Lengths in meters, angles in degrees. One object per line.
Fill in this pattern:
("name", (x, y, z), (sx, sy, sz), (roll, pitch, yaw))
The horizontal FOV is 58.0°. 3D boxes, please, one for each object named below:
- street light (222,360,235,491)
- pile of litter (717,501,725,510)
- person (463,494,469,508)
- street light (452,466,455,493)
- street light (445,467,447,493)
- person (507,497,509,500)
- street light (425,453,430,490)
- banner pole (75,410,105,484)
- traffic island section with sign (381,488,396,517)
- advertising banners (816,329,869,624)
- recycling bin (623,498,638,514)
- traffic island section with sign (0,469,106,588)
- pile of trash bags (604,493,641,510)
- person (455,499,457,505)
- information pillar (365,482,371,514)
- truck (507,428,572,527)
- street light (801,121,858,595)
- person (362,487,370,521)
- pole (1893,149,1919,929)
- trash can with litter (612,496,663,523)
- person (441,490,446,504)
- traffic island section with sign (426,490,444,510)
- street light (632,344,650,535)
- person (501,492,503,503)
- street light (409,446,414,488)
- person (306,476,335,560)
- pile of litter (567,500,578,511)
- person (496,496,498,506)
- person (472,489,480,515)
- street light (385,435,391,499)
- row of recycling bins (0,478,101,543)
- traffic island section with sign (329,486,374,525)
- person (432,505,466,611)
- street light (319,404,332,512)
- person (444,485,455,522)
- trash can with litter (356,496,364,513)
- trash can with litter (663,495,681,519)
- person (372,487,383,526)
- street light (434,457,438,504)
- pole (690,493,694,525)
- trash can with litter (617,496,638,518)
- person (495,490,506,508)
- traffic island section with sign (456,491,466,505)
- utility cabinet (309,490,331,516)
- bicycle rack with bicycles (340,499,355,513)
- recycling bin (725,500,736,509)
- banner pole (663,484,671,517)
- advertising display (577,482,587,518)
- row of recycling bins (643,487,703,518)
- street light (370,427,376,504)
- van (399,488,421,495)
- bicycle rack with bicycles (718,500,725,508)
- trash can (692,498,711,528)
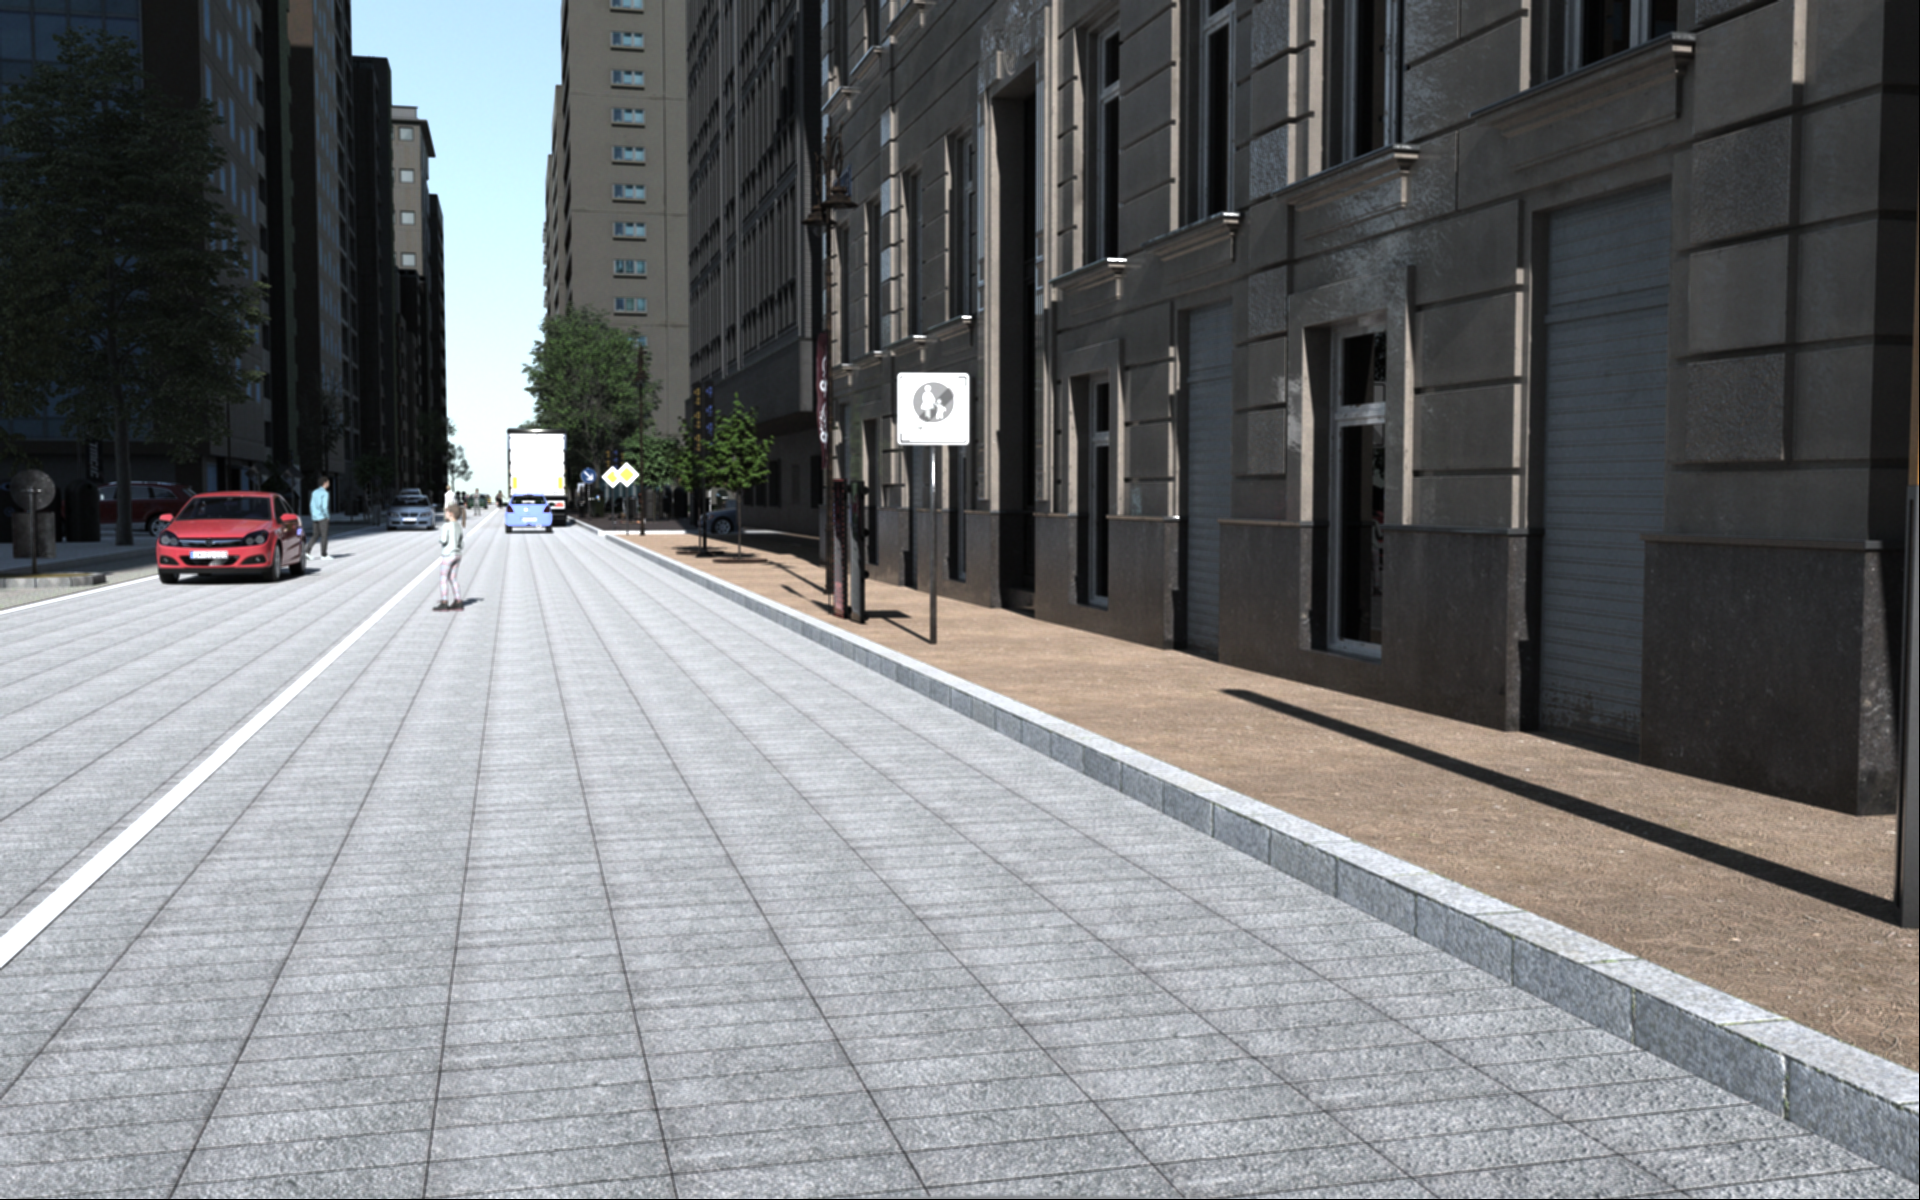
("street light", (-24.882, -5.270, 58.950), (0.468, 5.910, 1.993), (-1, 4, -14))
("pile of litter", (-14.593, -5.682, 106.872), (1.719, 0.858, 1.176), (2, 4, 27))
("person", (-49.386, -9.883, 173.313), (0.697, 1.427, 0.421), (3, 4, 39))
("street light", (-80.081, -18.416, 273.880), (0.468, 5.910, 1.993), (-1, 4, -14))
("street light", (-72.326, -16.576, 243.803), (0.468, 5.910, 1.993), (-1, 4, -14))
("person", (-40.814, -9.143, 157.979), (0.705, 1.826, 1.348), (1, 4, 23))
("street light", (-59.802, -13.573, 194.703), (0.468, 5.910, 1.993), (-1, 4, -14))
("banner pole", (-25.289, -3.684, 50.254), (0.863, 3.779, 0.401), (-2, 4, -31))
("traffic island section with sign", (-35.270, -6.051, 107.555), (1.989, 1.847, 2.006), (-1, 4, -14))
("advertising banners", (-1.236, -1.328, 17.897), (0.090, 3.025, 2.074), (-1, 4, -17))
("recycling bin", (-20.961, -5.966, 110.102), (0.722, 1.027, 0.722), (1, 4, 17))
("traffic island section with sign", (-14.565, -1.128, 27.070), (1.989, 1.847, 2.006), (-1, 4, -14))
("pile of trash bags", (-24.909, -7.342, 129.789), (1.912, 1.369, 3.447), (3, 4, 37))
("person", (-23.109, -4.147, 78.902), (0.503, 1.515, 0.523), (-3, 5, -41))
("information pillar", (-37.470, -6.432, 109.662), (0.304, 2.012, 0.304), (-2, 4, -28))
("truck", (-19.267, -5.536, 79.425), (2.839, 4.237, 11.283), (-1, 4, -13))
("street light", (-1.661, -3.010, 21.994), (0.468, 5.910, 1.993), (-1, 4, -14))
("person", (-29.019, -4.642, 84.736), (0.374, 1.781, 0.599), (-3, 4, -39))
("pole", (2.882, -0.686, 5.064), (0.158, 3.312, 0.155), (0, 3, 0))
("trash can with litter", (-14.500, -3.989, 76.272), (1.678, 1.210, 2.233), (-3, 5, -41))
("person", (-41.383, -7.967, 139.475), (1.217, 1.735, 0.721), (3, 4, 37))
("traffic island section with sign", (-47.736, -9.017, 156.061), (1.989, 1.847, 2.006), (-1, 4, -14))
("street light", (-9.861, -4.943, 53.601), (0.468, 5.910, 1.993), (-1, 4, -14))
("person", (-53.563, -11.787, 202.153), (0.436, 1.711, 0.756), (-1, 4, -21))
("street light", (-51.857, -11.699, 164.061), (0.468, 5.910, 1.993), (-1, 4, -14))
("person", (-14.047, -1.796, 37.887), (0.660, 1.820, 0.620), (2, 4, 33))
("pile of litter", (-29.659, -7.239, 132.326), (1.719, 0.858, 1.176), (1, 4, 11))
("person", (-52.838, -11.386, 197.886), (0.421, 1.427, 0.697), (0, 4, 0))
("person", (-32.344, -6.554, 115.833), (0.511, 1.800, 0.466), (0, 4, -6))
("street light", (-43.960, -9.819, 133.335), (0.468, 5.910, 1.993), (-1, 4, -14))
("row of recycling bins", (-24.791, -2.374, 45.924), (3.534, 1.692, 1.069), (-2, 4, -35))
("traffic island section with sign", (-28.476, -4.437, 81.178), (1.989, 1.847, 2.006), (-1, 4, -14))
("person", (-6.276, -0.518, 21.250), (0.394, 1.301, 0.425), (0, 4, 3))
("street light", (-32.569, -7.111, 89.045), (0.468, 5.910, 1.993), (-1, 4, -14))
("person", (-20.896, -3.808, 70.981), (0.478, 1.798, 0.641), (-2, 4, -32))
("trash can with litter", (-40.591, -6.484, 117.405), (0.624, 1.170, 1.055), (-1, 4, -9))
("trash can with litter", (-14.761, -4.698, 87.866), (2.233, 1.210, 1.678), (3, 5, 44))
("person", (-26.274, -4.220, 78.041), (0.362, 1.759, 0.519), (3, 5, 40))
("street light", (-64.638, -14.726, 213.550), (0.468, 5.910, 1.993), (-1, 4, -14))
("pole", (-11.233, -4.809, 72.468), (0.158, 3.312, 0.155), (0, 3, 0))
("trash can with litter", (-17.588, -4.901, 91.521), (0.624, 1.170, 1.055), (2, 4, 35))
("person", (-46.749, -10.252, 176.129), (1.348, 1.823, 0.705), (2, 4, 24))
("traffic island section with sign", (-74.889, -15.476, 261.653), (1.989, 1.847, 2.006), (-1, 4, -14))
("utility cabinet", (-37.518, -5.676, 101.477), (1.173, 1.500, 0.318), (-2, 4, -25))
("bicycle rack with bicycles", (-43.120, -6.608, 121.428), (2.925, 0.926, 2.852), (-3, 5, -45))
("recycling bin", (-10.485, -4.145, 80.324), (0.722, 1.027, 0.722), (-1, 4, -18))
("banner pole", (-15.547, -6.217, 91.670), (0.401, 3.779, 0.863), (2, 4, 25))
("advertising display", (-20.122, -5.322, 92.236), (0.123, 1.923, 0.974), (-3, 4, -38))
("row of recycling bins", (-15.654, -5.357, 94.696), (3.534, 1.692, 1.069), (1, 4, 9))
("street light", (-40.348, -8.950, 119.117), (0.468, 5.910, 1.993), (-1, 4, -14))
("van", (-38.814, -7.048, 122.238), (2.013, 2.044, 4.112), (-1, 4, -15))
("bicycle rack with bicycles", (-14.856, -6.144, 113.841), (2.852, 0.926, 2.925), (0, 4, -6))
("trash can", (-9.907, -3.351, 66.436), (0.748, 1.137, 0.748), (0, 3, 0))
